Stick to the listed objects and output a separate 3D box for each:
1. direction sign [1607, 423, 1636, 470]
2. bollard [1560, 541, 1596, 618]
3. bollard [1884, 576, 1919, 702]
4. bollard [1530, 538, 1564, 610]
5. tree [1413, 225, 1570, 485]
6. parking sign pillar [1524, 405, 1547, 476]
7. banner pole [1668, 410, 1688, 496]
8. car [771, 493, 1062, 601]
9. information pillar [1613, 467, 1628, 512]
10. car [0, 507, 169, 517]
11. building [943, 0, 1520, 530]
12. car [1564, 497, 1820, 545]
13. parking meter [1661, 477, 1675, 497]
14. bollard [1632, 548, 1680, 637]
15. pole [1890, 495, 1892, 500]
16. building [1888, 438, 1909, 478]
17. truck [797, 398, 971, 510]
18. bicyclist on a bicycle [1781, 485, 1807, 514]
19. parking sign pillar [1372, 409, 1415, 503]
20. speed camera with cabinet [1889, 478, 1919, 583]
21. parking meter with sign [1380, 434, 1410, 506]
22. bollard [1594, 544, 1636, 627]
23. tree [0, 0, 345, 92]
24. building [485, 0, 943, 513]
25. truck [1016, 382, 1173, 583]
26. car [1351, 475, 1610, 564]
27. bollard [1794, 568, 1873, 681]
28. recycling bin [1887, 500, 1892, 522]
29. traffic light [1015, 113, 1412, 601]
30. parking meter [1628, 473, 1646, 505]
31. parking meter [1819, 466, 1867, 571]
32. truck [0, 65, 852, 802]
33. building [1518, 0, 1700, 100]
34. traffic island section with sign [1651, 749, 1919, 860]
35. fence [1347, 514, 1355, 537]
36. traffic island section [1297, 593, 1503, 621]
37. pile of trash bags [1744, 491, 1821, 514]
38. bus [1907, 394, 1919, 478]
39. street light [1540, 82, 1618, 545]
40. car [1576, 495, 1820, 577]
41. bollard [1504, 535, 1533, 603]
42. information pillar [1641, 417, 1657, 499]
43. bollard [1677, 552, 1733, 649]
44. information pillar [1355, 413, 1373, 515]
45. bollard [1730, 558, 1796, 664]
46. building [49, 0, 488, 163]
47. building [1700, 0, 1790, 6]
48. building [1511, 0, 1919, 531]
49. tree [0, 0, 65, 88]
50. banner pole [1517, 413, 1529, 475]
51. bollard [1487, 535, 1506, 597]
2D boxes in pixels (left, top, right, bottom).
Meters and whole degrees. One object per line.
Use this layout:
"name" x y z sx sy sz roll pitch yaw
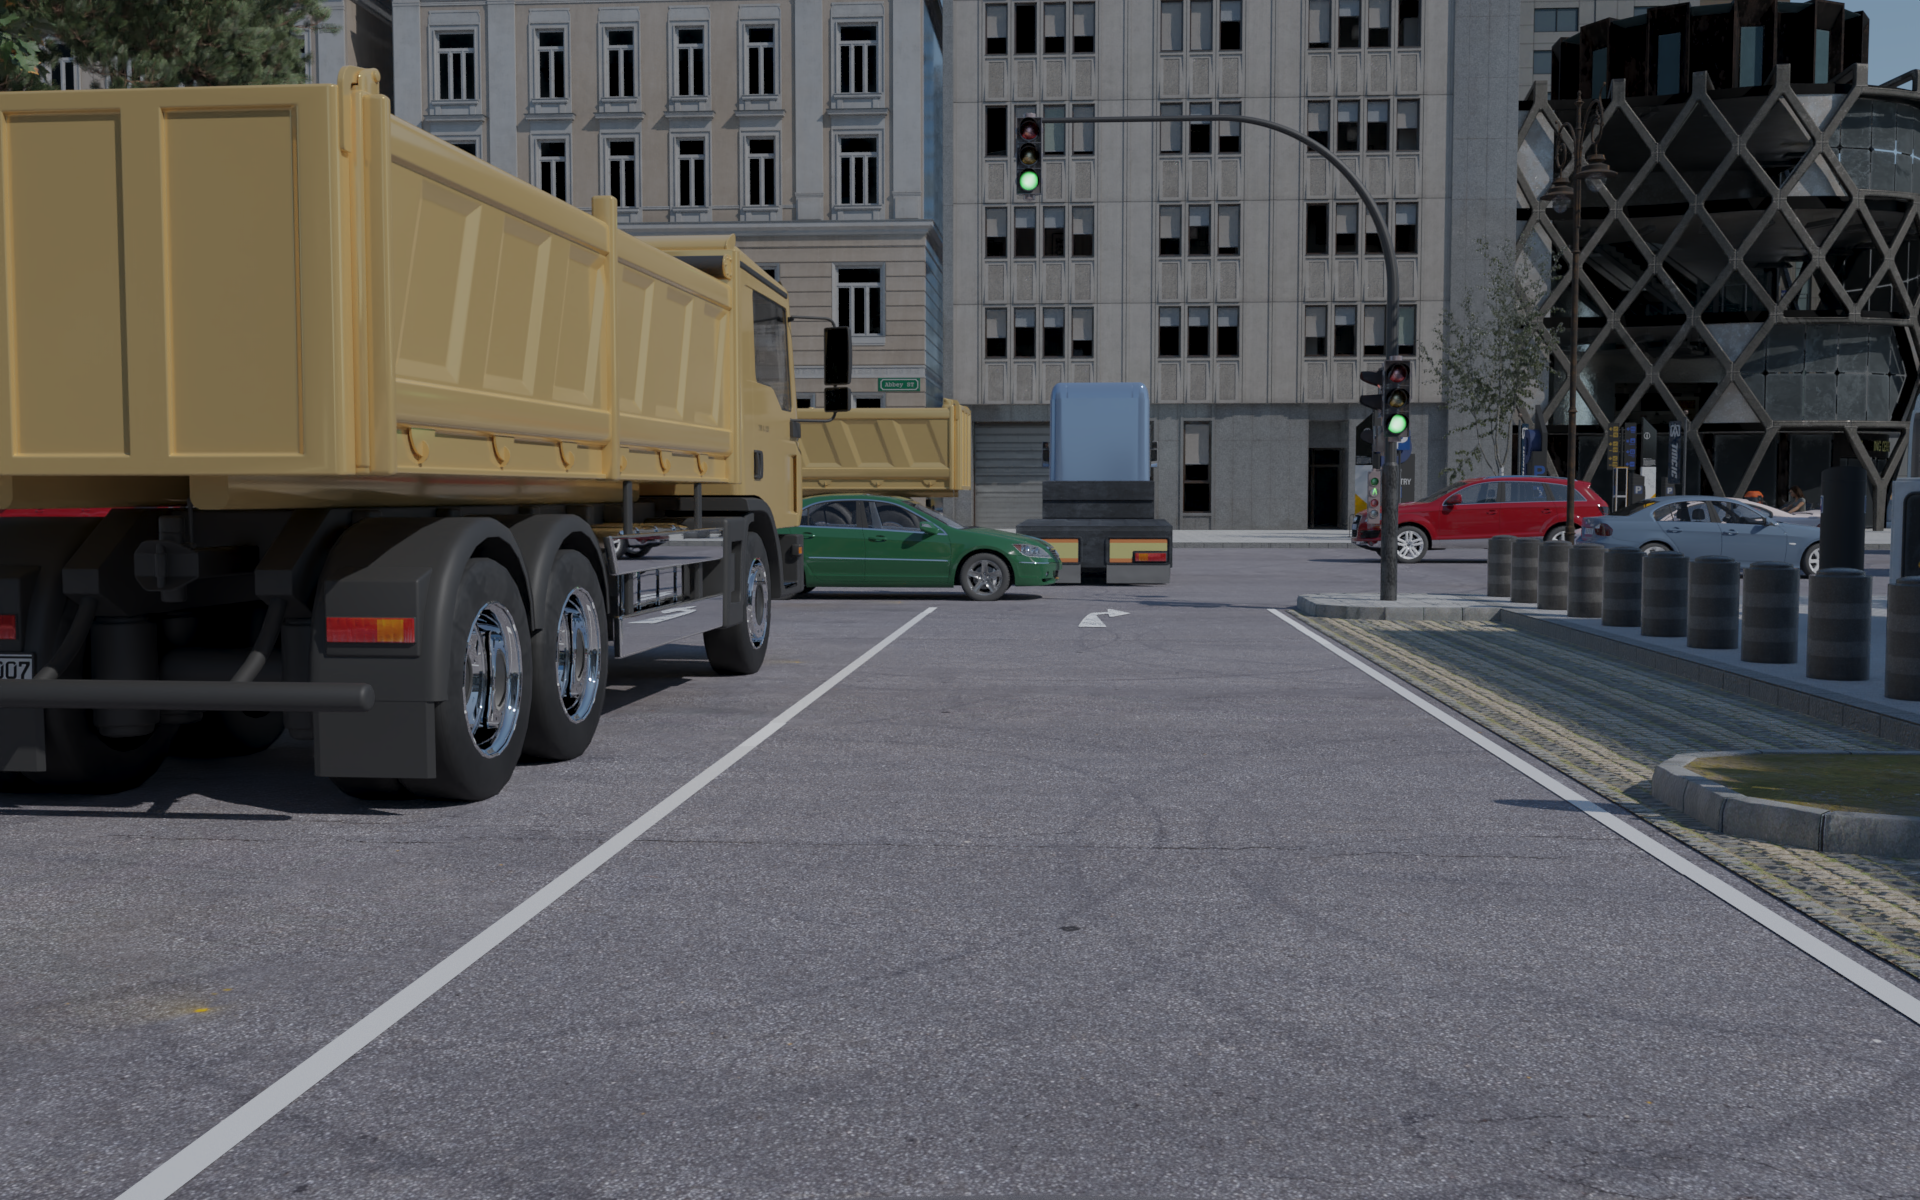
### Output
"direction sign" 21.050 -3.863 55.154 0.876 3.537 0.379 0 4 3
"bollard" 6.552 -0.205 18.072 0.404 0.777 0.398 0 3 0
"bollard" 6.026 0.237 10.850 0.404 0.777 0.398 0 3 0
"bollard" 6.639 -0.279 19.278 0.404 0.777 0.398 0 3 0
"tree" 14.892 -5.967 47.919 4.360 8.622 3.978 0 3 0
"parking sign pillar" 17.186 -3.868 51.709 1.447 3.967 1.447 1 4 9
"banner pole" 21.559 -3.790 51.984 0.401 3.779 0.863 -2 4 -24
"car" -1.041 -0.751 24.080 4.920 1.459 2.131 0 4 5
"information pillar" 17.964 -2.610 47.160 0.304 2.012 0.304 0 4 6
"car" -20.646 -1.916 39.993 5.304 1.827 2.281 0 4 6
"building" 9.733 -15.192 66.409 19.932 24.808 12.078 0 4 4
"car" 14.261 -1.306 33.710 4.827 1.381 2.083 0 4 5
"parking meter" 24.172 -3.268 59.145 0.399 1.863 0.255 0 4 -6
"bollard" 6.379 -0.058 15.665 0.404 0.777 0.398 0 3 0
"pole" 55.762 -6.725 103.802 0.158 3.312 0.155 0 3 0
"building" 77.238 -23.401 154.305 14.107 30.474 14.160 0 4 4
"truck" -4.761 -2.249 32.701 9.791 3.379 3.469 0 4 5
"bicyclist on a bicycle" 17.645 -1.634 36.729 1.625 1.676 1.499 0 4 6
"parking sign pillar" 13.538 -4.015 54.114 1.447 3.967 1.447 -1 4 -17
"speed camera with cabinet" 10.271 -1.381 16.917 0.660 3.252 2.038 -2 4 -35
"parking meter with sign" 11.957 -3.165 48.015 0.543 3.016 1.738 0 4 -1
"bollard" 6.467 -0.131 16.864 0.404 0.777 0.398 0 3 0
"tree" -10.439 -6.571 17.315 7.806 13.903 7.818 0 3 0
"building" -10.428 -17.246 67.878 20.117 28.700 13.634 0 4 4
"truck" 2.867 -2.829 36.018 2.967 4.110 18.799 0 4 5
"car" 10.937 -1.698 36.436 5.304 1.827 2.281 0 4 4
"bollard" 6.115 0.163 12.048 0.404 0.777 0.398 0 3 0
"recycling bin" 43.079 -4.156 80.511 0.722 1.027 0.722 -1 4 -22
"traffic light" 3.052 -2.822 20.810 4.771 5.953 1.251 0 4 4
"parking meter" 18.666 -2.573 47.779 0.399 1.863 0.255 0 4 0
"parking meter" 8.096 -0.458 15.902 0.372 1.533 0.369 0 3 0
"truck" -3.046 -0.970 11.786 3.469 3.379 9.791 0 4 6
"building" 38.665 -41.904 123.382 20.563 71.187 20.611 0 4 4
"traffic island section with sign" 4.220 0.062 7.615 1.989 1.847 2.006 0 4 4
"fence" 12.559 -2.203 51.387 2.069 0.683 0.278 0 4 4
"traffic island section" 5.184 0.084 20.912 2.009 0.180 2.903 0 4 4
"pile of trash bags" 26.046 -2.760 54.872 3.447 1.369 1.912 -2 4 -31
"bus" 23.792 -2.140 29.853 13.247 3.499 2.948 0 4 4
"street light" 7.100 -2.890 20.034 0.468 5.910 1.993 0 4 4
"car" 13.065 -1.101 29.997 4.499 1.417 2.014 0 4 5
"bollard" 6.723 -0.352 20.476 0.404 0.777 0.398 0 3 0
"information pillar" 21.048 -3.771 53.009 0.504 3.616 0.183 -1 4 -13
"bollard" 6.294 0.015 14.467 0.404 0.777 0.398 0 3 0
"information pillar" 11.633 -3.577 49.836 0.504 3.616 0.183 1 4 20
"bollard" 6.201 0.090 13.253 0.404 0.777 0.398 0 3 0
"building" -31.303 -17.355 69.652 20.117 28.700 13.634 0 4 4
"building" 63.074 -30.832 154.216 14.200 45.320 14.600 0 4 4
"building" 28.327 -12.232 67.439 16.811 18.784 16.820 0 4 4
"tree" -10.397 -5.448 8.533 9.611 12.733 9.660 0 3 0
"banner pole" 17.494 -3.907 53.902 0.401 3.779 0.863 3 5 43
"bollard" 6.810 -0.426 21.680 0.404 0.777 0.398 0 3 0
